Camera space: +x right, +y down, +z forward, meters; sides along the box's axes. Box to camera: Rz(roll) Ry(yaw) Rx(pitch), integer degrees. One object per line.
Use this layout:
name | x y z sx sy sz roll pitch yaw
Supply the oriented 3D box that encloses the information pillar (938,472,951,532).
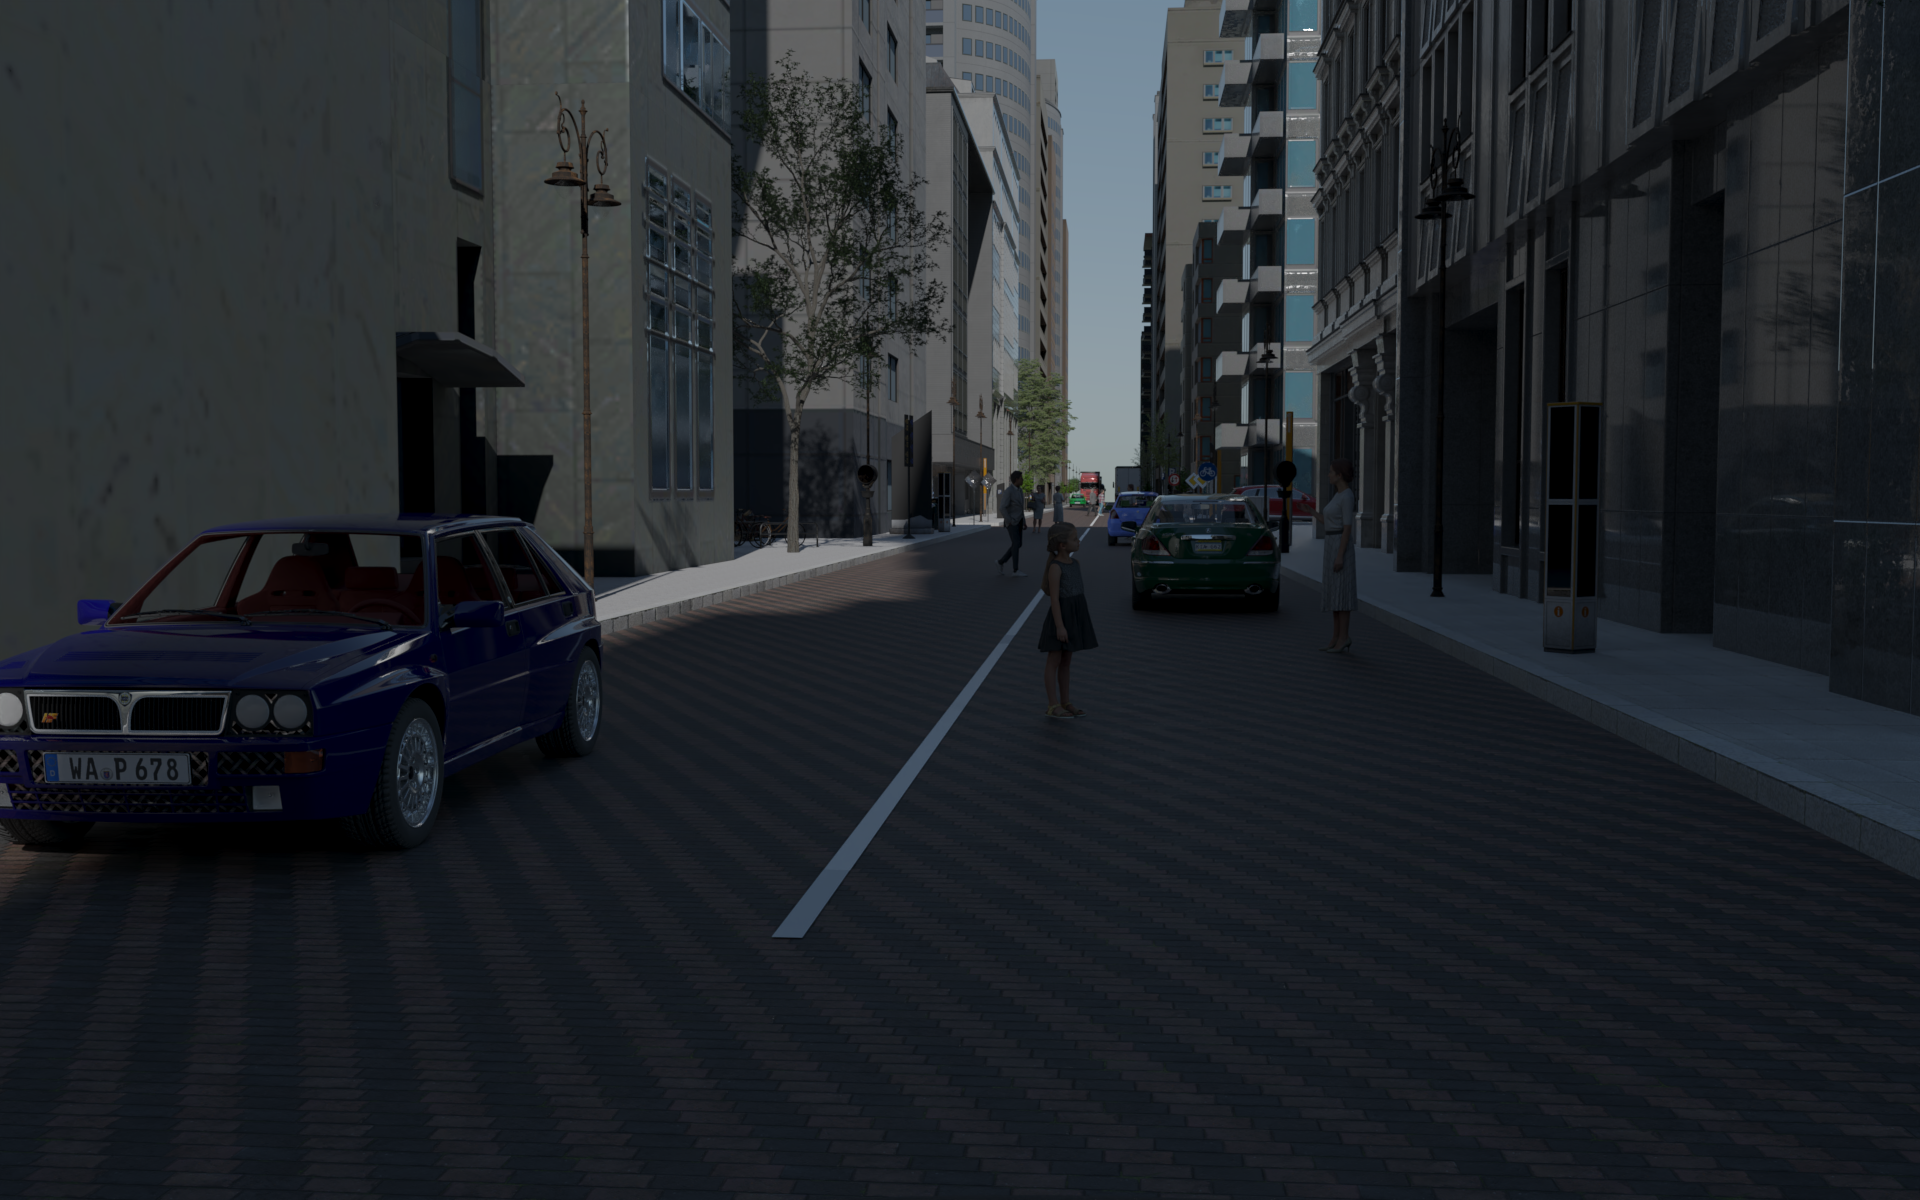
information pillar | -0.530 -3.290 58.284 0.304 2.012 0.304 -3 5 -43

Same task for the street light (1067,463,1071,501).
street light | 13.996 -15.571 227.369 0.468 5.910 1.993 0 4 5

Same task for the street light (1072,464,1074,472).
street light | 15.117 -16.288 239.100 0.468 5.910 1.993 0 4 5

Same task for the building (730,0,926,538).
building | -12.296 -37.967 59.009 20.611 71.187 20.563 0 4 5

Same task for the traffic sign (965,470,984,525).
traffic sign | 0.582 -4.148 71.464 0.795 2.450 0.064 0 4 5

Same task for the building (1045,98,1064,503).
building | 4.045 -43.473 252.776 21.231 58.520 28.212 0 4 5

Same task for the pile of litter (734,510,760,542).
pile of litter | -6.060 -2.039 47.300 1.176 0.858 1.719 0 4 -6

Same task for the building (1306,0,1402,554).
building | 14.506 -12.046 47.856 10.553 20.767 40.483 0 4 5

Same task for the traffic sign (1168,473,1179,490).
traffic sign | 13.232 -6.532 106.909 0.768 2.556 0.104 1 4 14

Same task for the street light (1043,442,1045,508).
street light | 7.608 -11.199 155.888 0.468 5.910 1.993 0 4 5

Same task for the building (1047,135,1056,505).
building | 4.511 -34.350 211.735 14.600 45.320 14.200 0 4 5

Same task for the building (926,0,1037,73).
building | -3.730 -38.319 168.510 21.231 58.520 28.212 0 4 5

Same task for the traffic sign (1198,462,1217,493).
traffic sign | 9.848 -4.211 68.954 0.768 2.556 0.104 1 4 9

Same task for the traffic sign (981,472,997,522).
traffic sign | 1.290 -4.635 79.418 0.795 2.450 0.064 0 4 5

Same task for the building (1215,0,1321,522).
building | 28.322 -28.552 86.439 30.456 49.044 23.786 0 4 5

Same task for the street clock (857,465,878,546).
street clock | -2.271 -2.324 42.567 0.471 2.002 0.358 1 4 21

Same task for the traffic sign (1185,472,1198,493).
traffic sign | 10.596 -4.583 78.571 0.795 2.450 0.064 0 4 5

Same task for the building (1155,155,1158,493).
building | 32.325 -34.525 188.178 21.300 48.544 21.600 0 4 5

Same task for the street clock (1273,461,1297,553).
street clock | 7.041 -2.020 37.597 0.471 2.002 0.358 -1 4 -11

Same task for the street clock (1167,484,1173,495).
street clock | 15.094 -7.305 124.006 0.471 2.002 0.358 3 4 38

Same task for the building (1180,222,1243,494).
building | 30.187 -17.030 123.475 27.650 21.520 28.899 0 4 5

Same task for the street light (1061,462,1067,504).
street light | 11.998 -14.123 203.691 0.468 5.910 1.993 0 4 5

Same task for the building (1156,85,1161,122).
building | 38.671 -38.095 212.084 28.713 52.752 27.495 0 4 5

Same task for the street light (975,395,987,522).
street light | 0.967 -6.534 79.619 0.468 5.910 1.993 0 4 5

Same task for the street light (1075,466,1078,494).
street light | 17.177 -17.734 262.733 0.468 5.910 1.993 0 4 5

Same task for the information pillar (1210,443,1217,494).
information pillar | 11.494 -5.340 78.667 0.183 3.616 0.504 -2 4 -24

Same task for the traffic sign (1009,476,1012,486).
traffic sign | 3.099 -5.977 99.857 0.606 2.300 0.079 1 4 11

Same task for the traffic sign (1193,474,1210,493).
traffic sign | 9.887 -4.096 70.618 0.795 2.450 0.064 0 4 5

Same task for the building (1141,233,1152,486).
building | 40.736 -38.361 281.824 22.147 44.769 28.867 0 4 5

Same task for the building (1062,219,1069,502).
building | 10.010 -38.152 273.899 14.600 45.320 14.200 0 4 5

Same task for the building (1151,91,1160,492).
building | 38.599 -43.484 252.958 21.231 58.520 28.212 0 4 5

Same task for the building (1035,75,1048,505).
building | -1.277 -34.853 193.555 21.300 48.544 21.600 0 4 5

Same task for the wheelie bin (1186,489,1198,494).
wheelie bin | 13.807 -5.814 102.964 0.693 1.594 0.980 -3 5 -39

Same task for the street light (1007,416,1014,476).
street light | 2.998 -7.972 103.128 0.468 5.910 1.993 0 4 5

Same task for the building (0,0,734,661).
building | -14.884 -43.041 16.393 22.319 86.520 31.000 0 4 5

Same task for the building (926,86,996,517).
building | -6.167 -16.892 95.243 14.314 24.678 30.058 0 4 5

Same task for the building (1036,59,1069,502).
building | 8.193 -52.138 290.713 20.563 71.187 20.611 0 4 5

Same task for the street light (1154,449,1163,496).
street light | 18.089 -11.288 157.353 0.468 5.910 1.993 0 4 5

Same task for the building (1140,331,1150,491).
building | 38.645 -32.555 303.978 14.160 30.474 14.107 0 4 5

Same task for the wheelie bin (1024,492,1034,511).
wheelie bin | 5.357 -7.621 132.509 0.693 1.594 0.980 -1 4 -23

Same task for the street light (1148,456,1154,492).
street light | 20.215 -12.733 180.976 0.468 5.910 1.993 0 4 5

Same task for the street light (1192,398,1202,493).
street light | 11.219 -6.689 82.152 0.468 5.910 1.993 0 4 5

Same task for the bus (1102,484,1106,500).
bus | 23.799 -18.652 299.813 2.948 3.499 13.247 0 4 5

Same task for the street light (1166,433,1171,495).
street light | 15.573 -9.563 129.146 0.468 5.910 1.993 0 4 5

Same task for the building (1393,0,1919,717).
building | 12.309 -12.210 17.658 12.078 24.808 19.932 0 4 5

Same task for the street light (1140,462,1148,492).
street light | 24.450 -15.662 228.861 0.468 5.910 1.993 0 4 5

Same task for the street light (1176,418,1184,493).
street light | 13.422 -8.126 105.647 0.468 5.910 1.993 0 4 5

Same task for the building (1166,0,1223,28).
building | 30.249 -33.212 166.717 21.300 48.544 21.600 0 4 5

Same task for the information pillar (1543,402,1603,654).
information pillar | 4.943 -0.581 13.987 0.304 2.012 0.304 -2 4 -32

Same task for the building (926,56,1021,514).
building | -1.990 -21.237 124.711 11.434 29.767 29.804 0 4 5
